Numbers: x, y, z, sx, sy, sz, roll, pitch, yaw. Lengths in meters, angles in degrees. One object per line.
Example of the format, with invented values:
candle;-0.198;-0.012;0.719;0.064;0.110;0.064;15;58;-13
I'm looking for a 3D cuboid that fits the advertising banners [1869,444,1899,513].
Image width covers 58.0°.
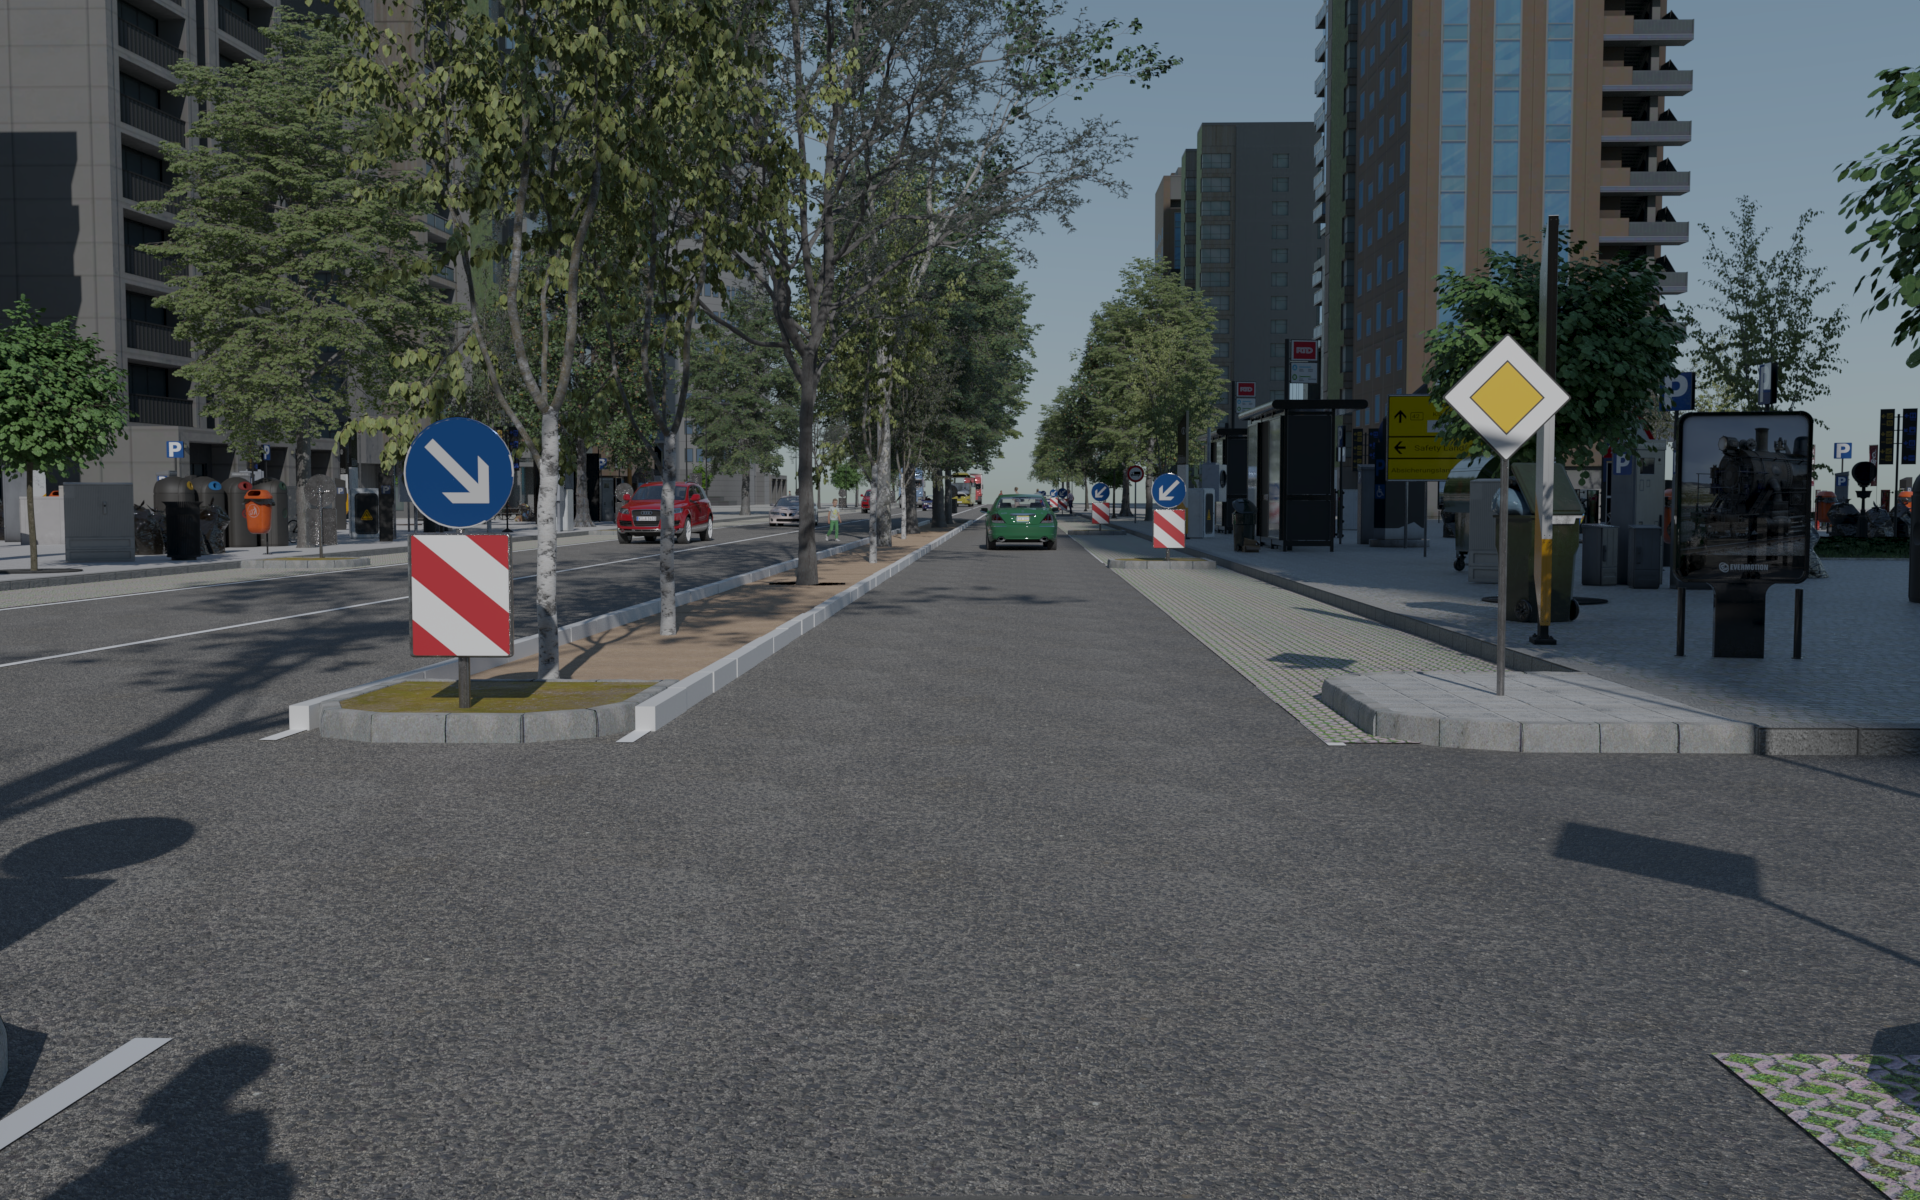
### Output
advertising banners;32.383;-3.937;60.556;0.090;3.025;2.074;0;4;-5

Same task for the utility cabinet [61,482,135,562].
utility cabinet;-16.203;-1.463;32.606;1.173;1.500;0.318;-2;4;-27

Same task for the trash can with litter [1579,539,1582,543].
trash can with litter;15.402;-2.089;45.208;2.233;1.210;1.678;0;4;-3

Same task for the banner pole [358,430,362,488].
banner pole;-23.691;-4.771;68.030;0.863;3.779;0.401;3;4;36

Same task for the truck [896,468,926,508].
truck;-4.756;-11.817;182.973;2.967;4.110;18.799;0;4;1

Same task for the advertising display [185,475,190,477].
advertising display;-26.730;-3.360;60.148;0.123;1.923;0.974;-2;4;-34

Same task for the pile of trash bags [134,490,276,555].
pile of trash bags;-16.111;-1.652;36.767;3.447;1.369;1.912;1;4;12

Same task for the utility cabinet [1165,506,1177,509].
utility cabinet;10.043;-4.397;80.565;0.318;1.500;1.173;-3;4;-38

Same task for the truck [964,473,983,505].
truck;1.811;-15.118;236.086;2.839;4.237;11.283;0;4;1

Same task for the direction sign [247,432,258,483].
direction sign;-24.294;-4.129;59.504;0.379;3.537;0.876;0;4;-2

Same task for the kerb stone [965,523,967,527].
kerb stone;0.110;-3.009;71.406;0.120;0.150;1.000;0;4;2

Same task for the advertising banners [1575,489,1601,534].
advertising banners;18.825;-3.479;53.063;2.074;3.025;0.090;-1;4;-22

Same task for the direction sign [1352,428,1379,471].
direction sign;13.977;-4.144;59.753;0.876;3.537;0.379;1;4;17

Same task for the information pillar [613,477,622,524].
information pillar;-14.910;-4.340;75.456;0.304;2.012;0.304;-2;4;-34

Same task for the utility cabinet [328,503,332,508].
utility cabinet;-19.001;-2.595;51.111;0.318;1.500;1.173;1;4;13

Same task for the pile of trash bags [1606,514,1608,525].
pile of trash bags;13.680;-1.392;32.510;1.912;1.369;3.447;-2;4;-32

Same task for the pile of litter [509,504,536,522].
pile of litter;-20.202;-4.073;80.560;1.719;0.858;1.176;1;4;12

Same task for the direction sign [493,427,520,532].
direction sign;-15.224;-4.047;58.162;0.876;3.537;0.379;0;4;2

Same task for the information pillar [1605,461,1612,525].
information pillar;14.682;-2.098;38.793;0.304;2.012;0.304;-1;4;-12

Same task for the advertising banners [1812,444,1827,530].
advertising banners;30.438;-3.989;61.404;0.090;3.025;2.074;3;5;43

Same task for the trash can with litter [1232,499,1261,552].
trash can with litter;6.427;-1.654;38.424;0.624;1.170;1.055;-1;4;-9

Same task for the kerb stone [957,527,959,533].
kerb stone;-0.185;-2.446;62.185;0.120;0.150;1.000;0;4;2

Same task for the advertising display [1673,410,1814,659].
advertising display;6.108;-0.509;13.542;0.974;1.923;0.123;1;4;15

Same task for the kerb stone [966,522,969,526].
kerb stone;0.183;-3.135;73.448;0.120;0.150;1.000;0;4;2

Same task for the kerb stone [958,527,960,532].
kerb stone;-0.159;-2.508;63.206;0.120;0.150;1.000;0;4;2

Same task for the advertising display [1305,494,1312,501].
advertising display;11.925;-3.304;59.231;0.123;1.923;0.974;0;4;5

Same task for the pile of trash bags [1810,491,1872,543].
pile of trash bags;25.417;-2.404;49.051;1.912;1.369;3.447;-1;4;-10

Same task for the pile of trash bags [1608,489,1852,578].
pile of trash bags;12.182;-1.096;27.667;1.912;1.369;3.447;-1;4;-9

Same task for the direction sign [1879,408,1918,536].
direction sign;24.834;-3.297;45.910;0.876;3.537;0.379;3;4;36

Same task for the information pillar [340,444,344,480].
information pillar;-26.002;-5.001;73.115;0.504;3.616;0.183;3;5;44

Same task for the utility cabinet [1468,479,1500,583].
utility cabinet;7.855;-0.976;24.630;1.173;1.500;0.318;3;5;40

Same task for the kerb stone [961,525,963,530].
kerb stone;-0.050;-2.697;66.289;0.120;0.150;1.000;0;4;2

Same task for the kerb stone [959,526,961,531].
kerb stone;-0.126;-2.571;64.232;0.120;0.150;1.000;0;4;2

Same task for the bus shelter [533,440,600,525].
bus shelter;-17.002;-5.171;75.828;1.731;3.624;6.357;0;4;2

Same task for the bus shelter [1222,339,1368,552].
bus shelter;8.124;-3.970;42.548;2.179;5.291;8.768;0;4;2

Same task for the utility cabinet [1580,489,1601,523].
utility cabinet;27.504;-4.094;75.613;1.173;1.500;0.318;-1;4;-9

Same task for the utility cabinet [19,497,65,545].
utility cabinet;-23.280;-2.006;43.958;1.020;1.237;0.306;-2;4;-28

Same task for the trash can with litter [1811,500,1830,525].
trash can with litter;34.028;-3.415;66.900;1.678;1.210;2.233;3;5;43

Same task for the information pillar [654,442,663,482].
information pillar;-13.553;-5.290;77.846;0.504;3.616;0.183;3;4;36

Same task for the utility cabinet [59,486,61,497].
utility cabinet;-23.481;-2.294;46.185;1.173;1.500;0.318;2;4;27

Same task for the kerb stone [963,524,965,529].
kerb stone;0.016;-2.822;68.341;0.120;0.150;1.000;0;4;2

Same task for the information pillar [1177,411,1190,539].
information pillar;6.323;-3.531;49.079;0.183;3.616;0.504;-2;4;-23

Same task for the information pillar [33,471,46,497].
information pillar;-30.534;-4.033;57.294;0.183;3.616;0.504;3;5;41

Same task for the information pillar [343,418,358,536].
information pillar;-18.766;-3.806;53.576;0.183;3.616;0.504;0;4;3

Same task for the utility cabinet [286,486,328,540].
utility cabinet;-18.169;-2.399;47.902;1.173;1.500;0.318;1;4;14

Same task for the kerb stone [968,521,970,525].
kerb stone;0.247;-3.260;75.498;0.120;0.150;1.000;0;4;2

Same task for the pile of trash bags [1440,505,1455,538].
pile of trash bags;15.113;-2.532;51.149;1.912;1.369;3.447;0;4;-5

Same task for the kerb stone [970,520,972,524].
kerb stone;0.358;-3.447;78.563;0.120;0.150;1.000;0;4;2

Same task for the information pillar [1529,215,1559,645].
information pillar;5.024;-1.437;14.856;0.183;3.616;0.504;1;4;11

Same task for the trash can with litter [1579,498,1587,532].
trash can with litter;19.817;-2.736;56.122;0.624;1.170;1.055;-2;4;-31

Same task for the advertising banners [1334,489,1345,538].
advertising banners;10.988;-3.350;50.955;0.090;3.025;2.074;0;4;-3

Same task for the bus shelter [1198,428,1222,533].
bus shelter;9.373;-4.992;59.256;2.179;5.291;8.768;0;4;2

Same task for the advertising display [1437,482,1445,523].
advertising display;21.603;-4.369;76.645;0.974;1.923;0.123;-1;4;-10
